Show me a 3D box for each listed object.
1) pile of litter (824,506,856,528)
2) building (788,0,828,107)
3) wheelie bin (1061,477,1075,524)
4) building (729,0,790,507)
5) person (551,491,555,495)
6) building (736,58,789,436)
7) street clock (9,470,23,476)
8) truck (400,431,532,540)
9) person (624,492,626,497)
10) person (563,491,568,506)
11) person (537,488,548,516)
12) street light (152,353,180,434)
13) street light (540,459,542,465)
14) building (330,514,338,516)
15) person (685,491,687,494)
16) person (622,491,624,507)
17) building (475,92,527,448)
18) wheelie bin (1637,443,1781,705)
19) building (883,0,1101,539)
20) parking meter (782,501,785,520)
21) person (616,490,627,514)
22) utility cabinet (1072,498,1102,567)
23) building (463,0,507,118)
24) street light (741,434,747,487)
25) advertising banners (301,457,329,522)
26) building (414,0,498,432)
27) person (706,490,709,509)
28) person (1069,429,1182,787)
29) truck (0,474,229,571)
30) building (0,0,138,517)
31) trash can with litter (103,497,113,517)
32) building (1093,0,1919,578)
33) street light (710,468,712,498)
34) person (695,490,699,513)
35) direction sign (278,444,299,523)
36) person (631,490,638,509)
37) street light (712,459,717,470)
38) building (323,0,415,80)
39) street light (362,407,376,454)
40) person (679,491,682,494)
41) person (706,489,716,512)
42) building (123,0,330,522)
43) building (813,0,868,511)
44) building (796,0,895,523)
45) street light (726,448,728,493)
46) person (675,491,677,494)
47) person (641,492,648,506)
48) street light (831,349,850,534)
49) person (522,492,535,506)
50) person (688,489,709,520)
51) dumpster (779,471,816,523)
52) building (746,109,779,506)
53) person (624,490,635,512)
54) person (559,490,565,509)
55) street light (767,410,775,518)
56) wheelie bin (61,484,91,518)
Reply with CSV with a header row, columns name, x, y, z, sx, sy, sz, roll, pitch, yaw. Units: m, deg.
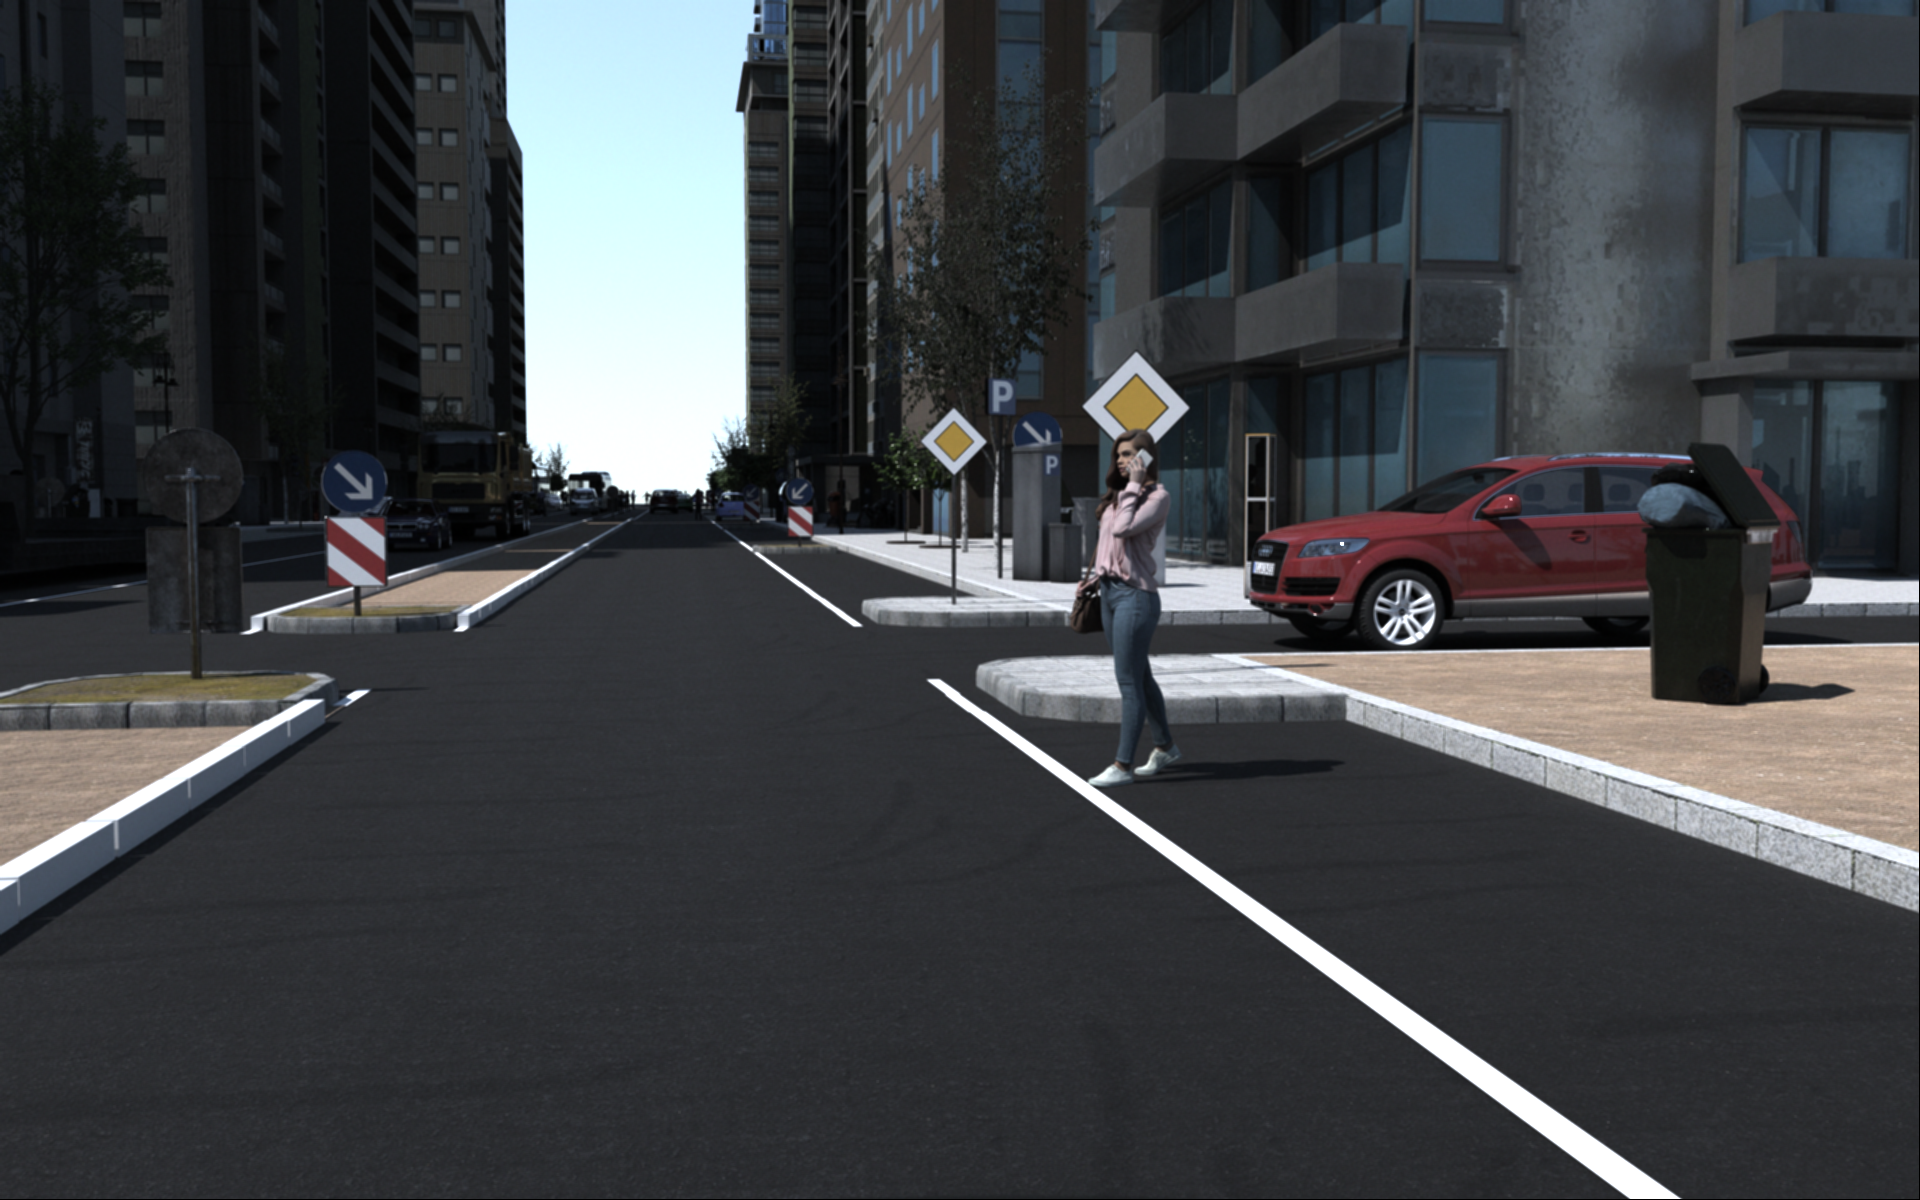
name,x,y,z,sx,sy,sz,roll,pitch,yaw
pile of litter,-4.437,-3.225,66.694,1.719,0.858,1.176,-1,4,-10
building,-5.804,-27.261,129.310,14.154,41.232,14.086,-1,4,-9
wheelie bin,1.347,-1.208,27.662,0.980,1.594,0.693,-3,5,-39
building,-20.212,-56.541,237.122,22.319,86.520,31.000,-1,4,-9
person,-48.434,-12.069,205.928,0.705,1.812,1.348,3,4,37
building,-12.078,-37.961,209.903,28.713,52.752,27.495,-1,4,-9
street clock,-27.976,-2.870,51.503,0.471,2.002,0.358,0,4,6
truck,-15.553,-3.657,55.710,3.469,3.379,9.791,0,4,-8
person,-45.938,-13.932,237.213,0.530,1.710,0.541,0,4,-2
person,-46.660,-12.036,205.367,0.705,1.814,1.350,2,4,34
person,-27.190,-6.384,112.747,0.709,1.838,0.599,0,4,3
street light,-25.504,-5.075,55.757,0.468,5.910,1.993,-1,4,-9
street light,-51.386,-14.661,212.490,0.468,5.910,1.993,-1,4,-9
building,-45.697,-40.397,98.747,20.563,71.187,20.611,-1,4,-9
person,-25.523,-9.321,161.426,1.217,1.766,0.721,1,4,21
person,-37.041,-11.116,190.797,0.434,1.755,0.990,0,4,-5
building,-64.984,-35.955,211.558,21.300,48.544,21.600,-1,4,-9
wheelie bin,4.647,-0.177,10.810,0.693,1.594,0.980,3,5,42
building,5.210,-24.814,55.815,14.600,45.320,14.200,-1,4,-9
parking meter,-8.864,-4.774,86.467,0.372,1.533,0.369,0,3,0
person,-24.616,-7.110,125.464,0.721,1.736,1.217,3,5,42
utility cabinet,2.268,-1.206,30.875,0.306,1.237,1.020,1,4,20
building,-68.950,-48.521,231.565,20.563,71.187,20.611,-1,4,-9
street light,-16.266,-9.657,130.687,0.468,5.910,1.993,-1,4,-9
advertising banners,-30.287,-5.206,81.303,0.090,3.025,2.074,1,4,19
building,-65.307,-36.533,186.546,28.713,52.752,27.495,-1,4,-9
person,-24.615,-9.803,168.796,0.705,1.823,1.348,-1,4,-9
person,0.889,0.028,8.628,0.643,1.750,0.593,-1,4,-22
truck,-15.398,-2.289,27.192,2.967,4.110,18.799,0,4,-8
building,-40.584,-31.146,51.239,21.231,58.520,28.212,-1,4,-9
trash can with litter,-29.815,-2.993,60.315,0.624,1.170,1.055,-1,4,-21
building,17.775,-25.464,35.941,30.456,49.044,23.786,-1,4,-9
street light,-36.149,-17.061,251.736,0.468,5.910,1.993,-1,4,-9
person,-20.240,-7.612,133.751,0.445,1.727,0.742,0,4,-7
direction sign,-30.221,-5.262,78.031,0.876,3.537,0.379,-2,4,-31
person,-31.795,-9.834,169.156,0.599,1.838,0.709,-2,4,-35
street light,-30.038,-14.748,213.913,0.468,5.910,1.993,-1,4,-9
building,-50.346,-30.388,120.540,21.300,48.544,21.600,-1,4,-9
street light,-31.584,-7.331,92.653,0.468,5.910,1.993,-1,4,-9
person,-28.784,-10.377,178.950,0.721,1.735,1.217,0,4,6
person,-19.706,-7.945,138.335,1.348,1.831,0.705,2,4,33
building,-38.808,-24.339,81.544,14.154,41.232,14.086,-1,4,-9
building,0.324,-41.199,111.854,20.563,71.187,20.611,-1,4,-9
building,8.295,-24.045,85.012,32.217,40.220,23.993,-1,4,-9
street light,-22.662,-12.002,169.025,0.468,5.910,1.993,-1,4,-9
person,-27.415,-9.661,167.011,0.990,1.755,0.434,1,4,10
person,-36.611,-11.813,202.356,1.217,1.736,0.721,-2,4,-25
street light,-3.794,-5.042,55.221,0.468,5.910,1.993,-1,4,-9
person,-23.522,-5.193,94.198,0.721,1.735,1.217,1,4,19
person,-14.708,-5.392,97.377,1.217,1.743,0.721,-1,4,-9
dumpster,-7.085,-4.470,75.570,1.502,2.255,1.985,-1,4,-9
building,-16.148,-30.878,188.447,14.154,41.232,14.086,-1,4,-9
person,-26.883,-8.012,140.213,1.217,1.735,0.721,1,4,15
person,-38.108,-9.612,165.676,0.705,1.822,1.348,1,4,21
street light,-10.200,-7.391,93.635,0.468,5.910,1.993,-1,4,-9
wheelie bin,-26.556,-2.701,52.077,0.693,1.594,0.980,-3,5,-44
